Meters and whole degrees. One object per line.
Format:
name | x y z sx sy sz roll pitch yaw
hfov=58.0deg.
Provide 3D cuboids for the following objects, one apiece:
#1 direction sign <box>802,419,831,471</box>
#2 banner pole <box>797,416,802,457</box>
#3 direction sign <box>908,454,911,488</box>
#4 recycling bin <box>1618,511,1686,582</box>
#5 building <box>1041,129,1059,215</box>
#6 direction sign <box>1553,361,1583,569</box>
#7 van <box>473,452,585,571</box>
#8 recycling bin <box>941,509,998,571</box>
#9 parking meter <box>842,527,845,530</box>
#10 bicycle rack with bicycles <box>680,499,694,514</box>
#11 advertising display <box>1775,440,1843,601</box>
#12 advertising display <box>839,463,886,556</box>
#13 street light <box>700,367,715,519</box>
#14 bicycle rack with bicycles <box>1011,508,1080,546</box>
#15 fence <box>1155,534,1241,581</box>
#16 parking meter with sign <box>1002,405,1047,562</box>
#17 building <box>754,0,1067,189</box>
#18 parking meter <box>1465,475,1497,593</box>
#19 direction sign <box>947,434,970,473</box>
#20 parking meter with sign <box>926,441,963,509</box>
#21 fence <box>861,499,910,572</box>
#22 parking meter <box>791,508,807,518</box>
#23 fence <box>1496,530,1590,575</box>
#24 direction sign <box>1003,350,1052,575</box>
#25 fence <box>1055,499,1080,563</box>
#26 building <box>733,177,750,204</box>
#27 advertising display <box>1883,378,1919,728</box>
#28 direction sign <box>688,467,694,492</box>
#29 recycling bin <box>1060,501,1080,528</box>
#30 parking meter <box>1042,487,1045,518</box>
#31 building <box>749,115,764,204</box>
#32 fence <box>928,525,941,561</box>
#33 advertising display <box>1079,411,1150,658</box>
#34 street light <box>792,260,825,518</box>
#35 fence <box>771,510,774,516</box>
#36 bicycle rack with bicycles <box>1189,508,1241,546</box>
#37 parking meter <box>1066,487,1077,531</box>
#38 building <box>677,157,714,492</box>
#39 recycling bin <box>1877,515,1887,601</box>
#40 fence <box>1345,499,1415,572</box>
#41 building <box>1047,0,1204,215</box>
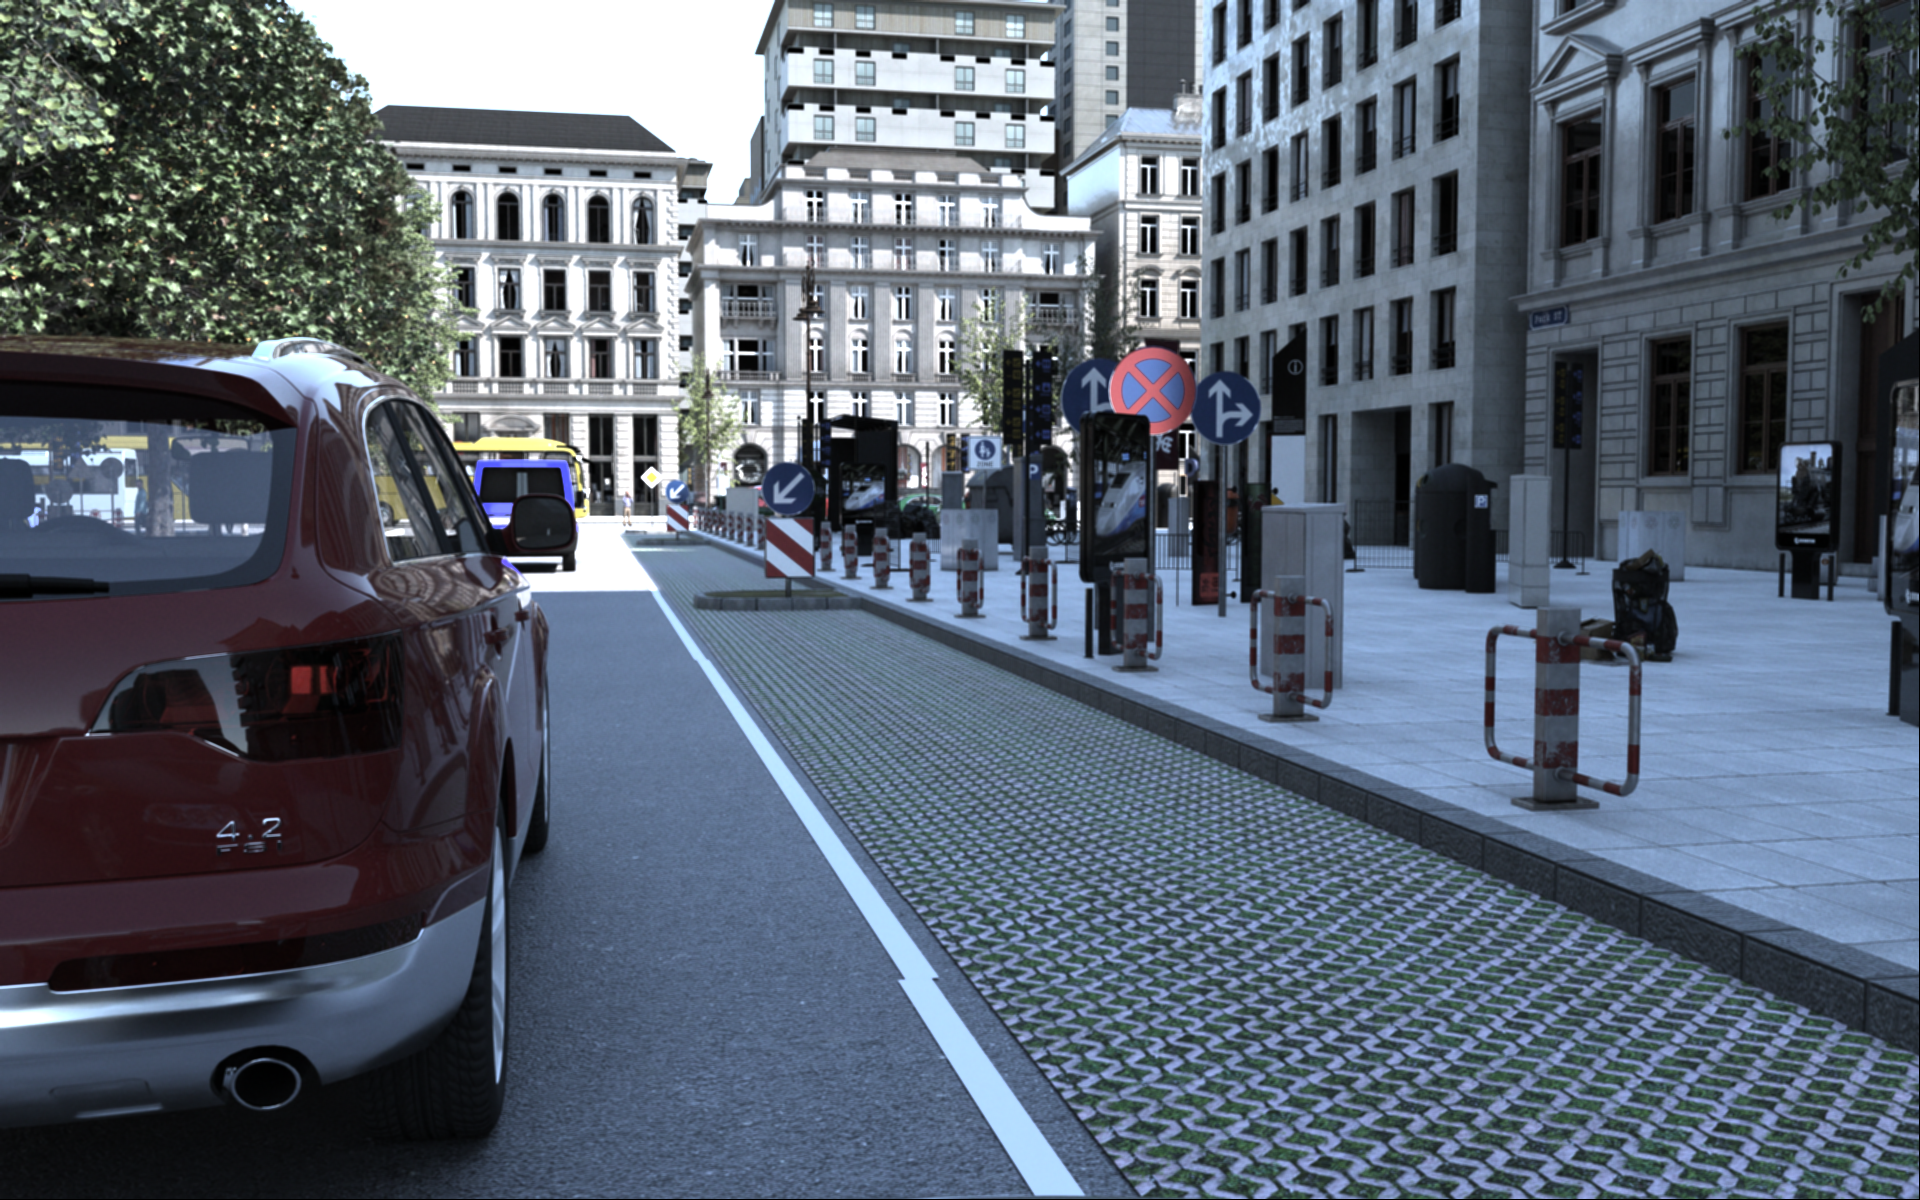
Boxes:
direction sign | -4.312 -3.680 52.164 0.876 3.537 0.379 -1 4 -10
banner pole | -5.038 -4.006 55.521 0.401 3.779 0.863 2 4 25
direction sign | -2.881 -6.505 98.361 0.379 3.537 0.876 1 4 8
recycling bin | 10.257 -0.804 25.702 0.722 1.027 0.722 0 4 -4
building | 2.971 -34.044 206.724 14.200 45.320 14.600 -1 4 -12
direction sign | 10.466 -2.316 29.871 0.876 3.537 0.379 -3 5 -40
van | -8.394 -1.781 33.503 2.240 2.365 5.245 -1 4 -13
recycling bin | 0.157 -1.013 29.115 0.722 1.027 0.722 -3 5 -41
parking meter | -3.269 -2.745 50.588 0.255 1.863 0.399 -2 4 -34
bicycle rack with bicycles | -17.752 -6.177 114.373 2.925 0.926 2.852 1 4 18
advertising display | 10.346 -0.974 21.146 0.123 1.923 0.974 -1 4 -13
advertising display | -2.005 -1.871 35.809 0.974 1.923 0.123 -1 4 -20
street light | -9.216 -5.540 63.369 0.468 5.910 1.993 -1 4 -12
bicycle rack with bicycles | 2.340 -1.872 43.985 2.925 0.926 2.852 -1 4 -10
fence | 3.151 -0.641 25.849 2.069 0.683 0.278 1 4 18
parking meter with sign | 1.275 -2.252 33.088 0.543 3.016 1.738 -1 4 -13
building | -5.819 -36.268 182.218 28.713 52.752 27.495 -1 4 -12
parking meter | 6.773 -0.861 22.496 0.372 1.533 0.369 0 3 0
direction sign | -0.066 -4.457 64.876 0.876 3.537 0.379 0 4 -6
parking meter with sign | -0.252 -3.744 57.477 1.738 3.016 0.543 0 4 -1
fence | -1.259 -1.132 29.715 0.480 1.192 2.264 -1 4 -14
parking meter | -3.538 -1.979 38.063 0.399 1.863 0.255 2 4 27
fence | 9.299 -0.795 28.375 0.278 0.683 2.069 -3 5 -41
direction sign | 1.071 -2.171 27.486 0.876 3.537 0.379 -2 4 -27
fence | 2.161 -1.215 31.069 0.480 1.192 2.264 -1 4 -10
building | -24.824 -39.448 268.681 21.600 48.544 21.300 -1 4 -12
advertising display | 5.342 -0.266 9.567 0.123 1.923 0.974 1 4 10
direction sign | -22.341 -9.313 144.263 0.379 3.537 0.876 3 4 37
recycling bin | 4.285 -3.301 66.524 0.722 1.027 0.722 1 4 19
parking meter | 2.744 -3.135 59.672 0.372 1.533 0.369 0 3 0
building | -16.836 -33.755 202.005 14.600 45.320 14.200 -1 4 -12
fence | -0.081 -1.034 32.275 0.278 0.683 2.069 -2 4 -31
advertising display | 1.245 -0.530 13.886 0.123 1.923 0.974 2 4 33
street light | -3.007 -3.771 34.437 0.468 5.910 1.993 -1 4 -12
fence | -6.404 -3.161 62.885 0.480 1.192 2.264 1 4 18
bicycle rack with bicycles | 7.023 -1.877 44.069 2.925 0.926 2.852 -1 4 -15
parking meter | 3.842 -3.130 59.584 0.372 1.533 0.369 0 3 0
building | -50.397 -41.456 267.035 27.495 52.752 28.713 -1 4 -12
recycling bin | 11.509 -0.501 20.742 0.722 1.027 0.722 -3 5 -41
fence | 7.422 -1.031 28.066 2.264 1.192 0.480 2 4 32
building | 20.645 -46.989 206.524 20.611 71.187 20.563 -1 4 -12
